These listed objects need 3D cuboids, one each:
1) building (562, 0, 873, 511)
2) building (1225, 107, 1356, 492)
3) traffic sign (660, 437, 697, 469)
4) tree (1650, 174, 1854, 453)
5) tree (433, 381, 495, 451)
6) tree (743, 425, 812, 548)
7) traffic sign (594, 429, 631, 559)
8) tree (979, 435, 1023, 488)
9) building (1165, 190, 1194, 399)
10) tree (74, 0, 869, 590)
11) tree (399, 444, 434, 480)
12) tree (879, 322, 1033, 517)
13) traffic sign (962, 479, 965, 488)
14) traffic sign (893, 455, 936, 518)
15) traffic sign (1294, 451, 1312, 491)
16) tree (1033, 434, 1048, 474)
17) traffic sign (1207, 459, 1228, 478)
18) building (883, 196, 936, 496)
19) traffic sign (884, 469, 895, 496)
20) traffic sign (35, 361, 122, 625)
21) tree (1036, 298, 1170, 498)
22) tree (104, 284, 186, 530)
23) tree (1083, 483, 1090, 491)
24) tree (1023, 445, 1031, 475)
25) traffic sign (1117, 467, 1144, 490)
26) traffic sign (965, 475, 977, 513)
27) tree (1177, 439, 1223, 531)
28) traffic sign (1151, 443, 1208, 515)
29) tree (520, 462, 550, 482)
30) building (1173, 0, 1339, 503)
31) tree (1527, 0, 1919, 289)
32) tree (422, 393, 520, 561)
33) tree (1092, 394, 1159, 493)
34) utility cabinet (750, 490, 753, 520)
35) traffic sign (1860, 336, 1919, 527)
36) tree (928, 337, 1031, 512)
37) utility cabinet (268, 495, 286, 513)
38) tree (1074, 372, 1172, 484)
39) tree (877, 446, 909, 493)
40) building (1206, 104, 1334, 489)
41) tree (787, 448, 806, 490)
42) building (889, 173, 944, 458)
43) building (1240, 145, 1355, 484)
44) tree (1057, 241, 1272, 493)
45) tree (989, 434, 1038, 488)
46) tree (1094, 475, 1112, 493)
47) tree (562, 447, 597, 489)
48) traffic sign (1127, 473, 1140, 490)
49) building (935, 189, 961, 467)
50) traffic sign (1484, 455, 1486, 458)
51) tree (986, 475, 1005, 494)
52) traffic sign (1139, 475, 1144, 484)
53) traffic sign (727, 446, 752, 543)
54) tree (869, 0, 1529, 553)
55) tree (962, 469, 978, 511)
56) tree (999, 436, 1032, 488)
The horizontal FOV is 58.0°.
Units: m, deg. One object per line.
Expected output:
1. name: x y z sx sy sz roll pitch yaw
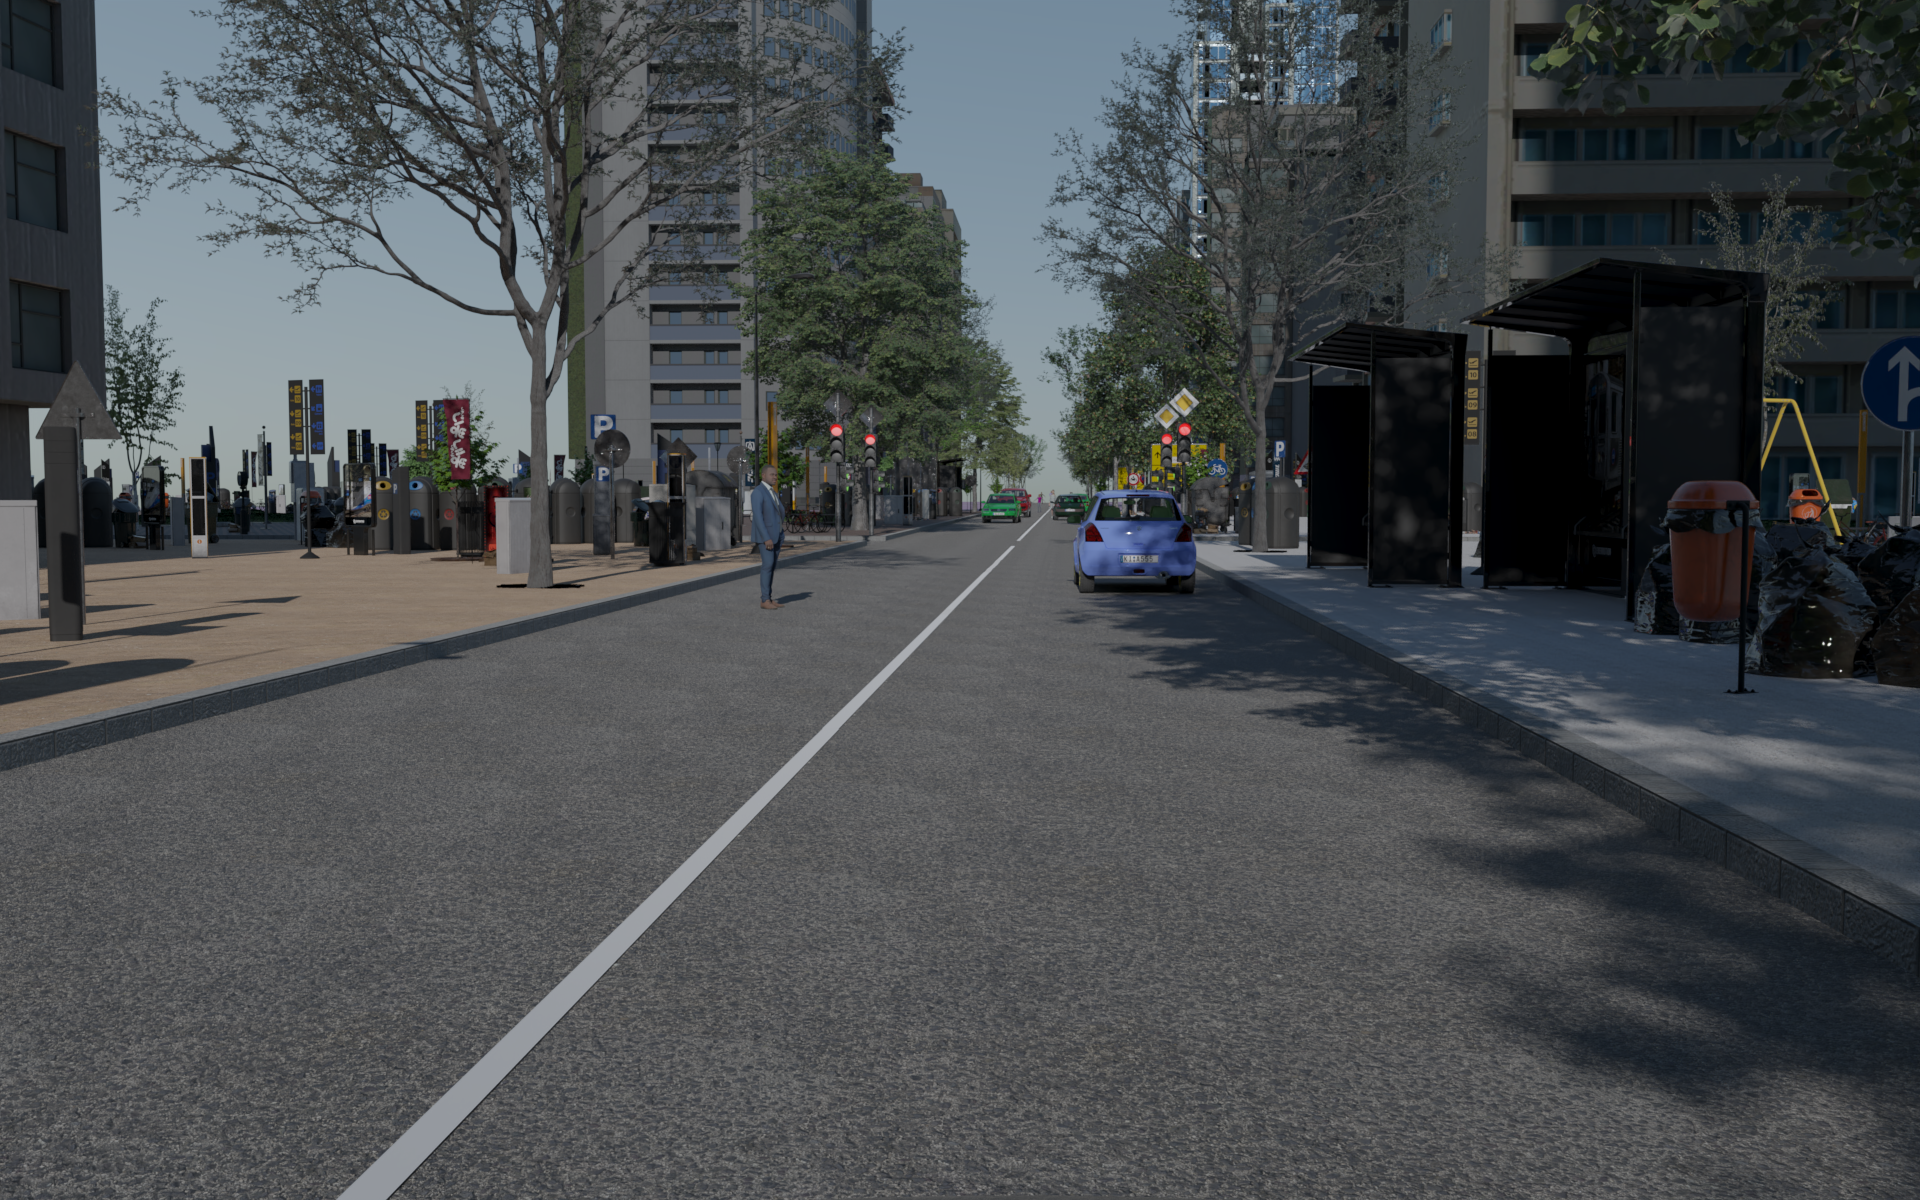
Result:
1. building: -19.304 -36.869 144.811 21.231 58.520 28.212 0 4 3
2. building: 41.369 -28.984 165.775 32.217 40.220 23.993 0 4 3
3. traffic sign: -5.723 -2.081 35.216 0.795 2.450 0.064 1 4 9
4. tree: 17.904 -5.447 39.415 4.360 8.622 3.978 0 3 0
5. tree: -32.414 -9.927 112.664 4.360 8.622 3.978 0 3 0
6. tree: -4.383 -2.878 41.654 1.663 3.219 1.824 0 3 0
7. traffic sign: -6.831 -2.072 33.987 0.768 2.556 0.104 1 4 13
8. tree: 3.979 -14.706 190.797 4.737 8.622 4.395 0 3 0
9. building: 43.235 -39.837 270.941 23.786 49.044 30.456 0 4 3
10. tree: -5.735 -6.918 23.473 12.009 13.543 11.850 0 3 0
11. tree: -31.896 -7.306 103.170 4.285 4.588 4.351 0 3 0
12. tree: -1.611 -10.606 99.166 9.928 11.665 9.643 0 3 0
13. traffic sign: 0.066 -7.244 120.560 0.606 2.300 0.079 0 4 4
14. traffic sign: -2.384 -5.948 91.129 2.265 3.308 0.079 0 4 5
15. traffic sign: 9.382 -2.837 46.382 0.884 2.594 0.081 0 4 5
16. tree: 10.491 -22.172 288.259 9.928 11.665 9.643 0 3 0
17. traffic sign: 9.256 -3.811 62.418 0.768 2.556 0.104 1 4 12
18. building: -10.725 -33.506 231.416 14.154 41.232 14.086 0 4 3
19. traffic sign: -3.470 -5.318 87.059 0.768 2.556 0.104 0 4 8
20. traffic sign: -8.601 -1.034 16.904 0.884 2.594 0.081 0 4 5
21. tree: 12.984 -18.200 153.456 12.611 20.169 13.585 0 3 0
22. tree: -28.981 -6.743 60.607 4.737 8.622 4.395 0 3 0
23. tree: 21.869 -20.458 284.854 4.360 8.622 3.978 0 3 0
24. tree: 6.151 -15.550 204.604 4.737 8.622 4.395 0 3 0
25. traffic sign: 12.789 -8.212 128.138 2.265 3.308 0.079 0 4 6
26. traffic sign: 0.720 -7.052 115.405 0.768 2.556 0.104 0 4 6
27. tree: 8.490 -4.073 61.203 1.663 3.219 1.824 0 3 0
28. traffic sign: 8.829 -4.646 69.838 2.265 3.308 0.079 1 4 8
29. tree: -22.338 -5.888 90.873 1.663 3.219 1.824 0 3 0
30. building: 40.448 -56.664 239.129 22.319 86.520 31.000 0 4 3
31. tree: 4.927 -6.062 5.764 9.857 13.997 8.962 0 3 0
32. tree: -9.681 -2.362 33.225 1.663 3.219 1.824 0 3 0
33. tree: 11.734 -9.996 113.789 4.360 8.622 3.978 0 3 0
34. utility cabinet: -9.632 -4.604 83.951 0.318 1.500 1.173 3 5 40
35. traffic sign: 7.672 -0.852 14.040 0.768 2.556 0.104 1 4 10
36. tree: 1.489 -12.698 125.731 7.486 12.596 7.792 0 3 0
37. utility cabinet: -43.712 -6.098 110.869 1.020 1.237 0.306 -1 4 -12
38. tree: 11.827 -11.457 121.729 8.767 10.594 7.601 -1 4 -16
39. tree: -4.092 -8.048 115.297 4.285 4.588 4.351 0 3 0
40. building: 33.275 -30.684 185.272 14.154 41.232 14.086 0 4 3
41. tree: -12.173 -8.380 120.724 4.285 4.588 4.351 0 3 0
42. building: -10.148 -36.409 245.399 14.600 45.320 14.200 0 4 3
43. building: 30.854 -22.994 147.659 14.160 30.474 14.107 0 4 3
44. tree: 9.040 -9.766 76.682 9.611 12.733 9.660 0 3 0
45. tree: 7.239 -18.531 237.399 7.601 10.594 8.767 0 4 2
46. tree: 13.857 -10.759 170.516 1.663 3.219 1.824 0 3 0
47. tree: -15.324 -4.696 71.377 1.663 3.219 1.824 0 3 0
48. traffic sign: 10.337 -6.312 103.301 0.768 2.556 0.104 1 4 9
49. building: -11.033 -40.022 278.064 21.300 48.544 21.600 0 4 3
50. traffic sign: 8.230 -1.573 25.719 0.884 2.594 0.081 1 4 13
51. tree: 3.717 -10.865 172.239 1.663 3.219 1.824 0 3 0
52. traffic sign: 10.435 -5.930 97.055 0.768 2.556 0.104 0 4 5
53. traffic sign: -5.761 -2.774 45.465 0.768 2.556 0.104 1 4 9
54. tree: 6.523 -7.781 37.597 12.009 13.543 11.850 0 3 0
55. tree: 0.690 -8.538 134.196 1.663 3.219 1.824 0 3 0
56. tree: 6.041 -16.528 220.589 4.360 8.622 3.978 0 3 0
